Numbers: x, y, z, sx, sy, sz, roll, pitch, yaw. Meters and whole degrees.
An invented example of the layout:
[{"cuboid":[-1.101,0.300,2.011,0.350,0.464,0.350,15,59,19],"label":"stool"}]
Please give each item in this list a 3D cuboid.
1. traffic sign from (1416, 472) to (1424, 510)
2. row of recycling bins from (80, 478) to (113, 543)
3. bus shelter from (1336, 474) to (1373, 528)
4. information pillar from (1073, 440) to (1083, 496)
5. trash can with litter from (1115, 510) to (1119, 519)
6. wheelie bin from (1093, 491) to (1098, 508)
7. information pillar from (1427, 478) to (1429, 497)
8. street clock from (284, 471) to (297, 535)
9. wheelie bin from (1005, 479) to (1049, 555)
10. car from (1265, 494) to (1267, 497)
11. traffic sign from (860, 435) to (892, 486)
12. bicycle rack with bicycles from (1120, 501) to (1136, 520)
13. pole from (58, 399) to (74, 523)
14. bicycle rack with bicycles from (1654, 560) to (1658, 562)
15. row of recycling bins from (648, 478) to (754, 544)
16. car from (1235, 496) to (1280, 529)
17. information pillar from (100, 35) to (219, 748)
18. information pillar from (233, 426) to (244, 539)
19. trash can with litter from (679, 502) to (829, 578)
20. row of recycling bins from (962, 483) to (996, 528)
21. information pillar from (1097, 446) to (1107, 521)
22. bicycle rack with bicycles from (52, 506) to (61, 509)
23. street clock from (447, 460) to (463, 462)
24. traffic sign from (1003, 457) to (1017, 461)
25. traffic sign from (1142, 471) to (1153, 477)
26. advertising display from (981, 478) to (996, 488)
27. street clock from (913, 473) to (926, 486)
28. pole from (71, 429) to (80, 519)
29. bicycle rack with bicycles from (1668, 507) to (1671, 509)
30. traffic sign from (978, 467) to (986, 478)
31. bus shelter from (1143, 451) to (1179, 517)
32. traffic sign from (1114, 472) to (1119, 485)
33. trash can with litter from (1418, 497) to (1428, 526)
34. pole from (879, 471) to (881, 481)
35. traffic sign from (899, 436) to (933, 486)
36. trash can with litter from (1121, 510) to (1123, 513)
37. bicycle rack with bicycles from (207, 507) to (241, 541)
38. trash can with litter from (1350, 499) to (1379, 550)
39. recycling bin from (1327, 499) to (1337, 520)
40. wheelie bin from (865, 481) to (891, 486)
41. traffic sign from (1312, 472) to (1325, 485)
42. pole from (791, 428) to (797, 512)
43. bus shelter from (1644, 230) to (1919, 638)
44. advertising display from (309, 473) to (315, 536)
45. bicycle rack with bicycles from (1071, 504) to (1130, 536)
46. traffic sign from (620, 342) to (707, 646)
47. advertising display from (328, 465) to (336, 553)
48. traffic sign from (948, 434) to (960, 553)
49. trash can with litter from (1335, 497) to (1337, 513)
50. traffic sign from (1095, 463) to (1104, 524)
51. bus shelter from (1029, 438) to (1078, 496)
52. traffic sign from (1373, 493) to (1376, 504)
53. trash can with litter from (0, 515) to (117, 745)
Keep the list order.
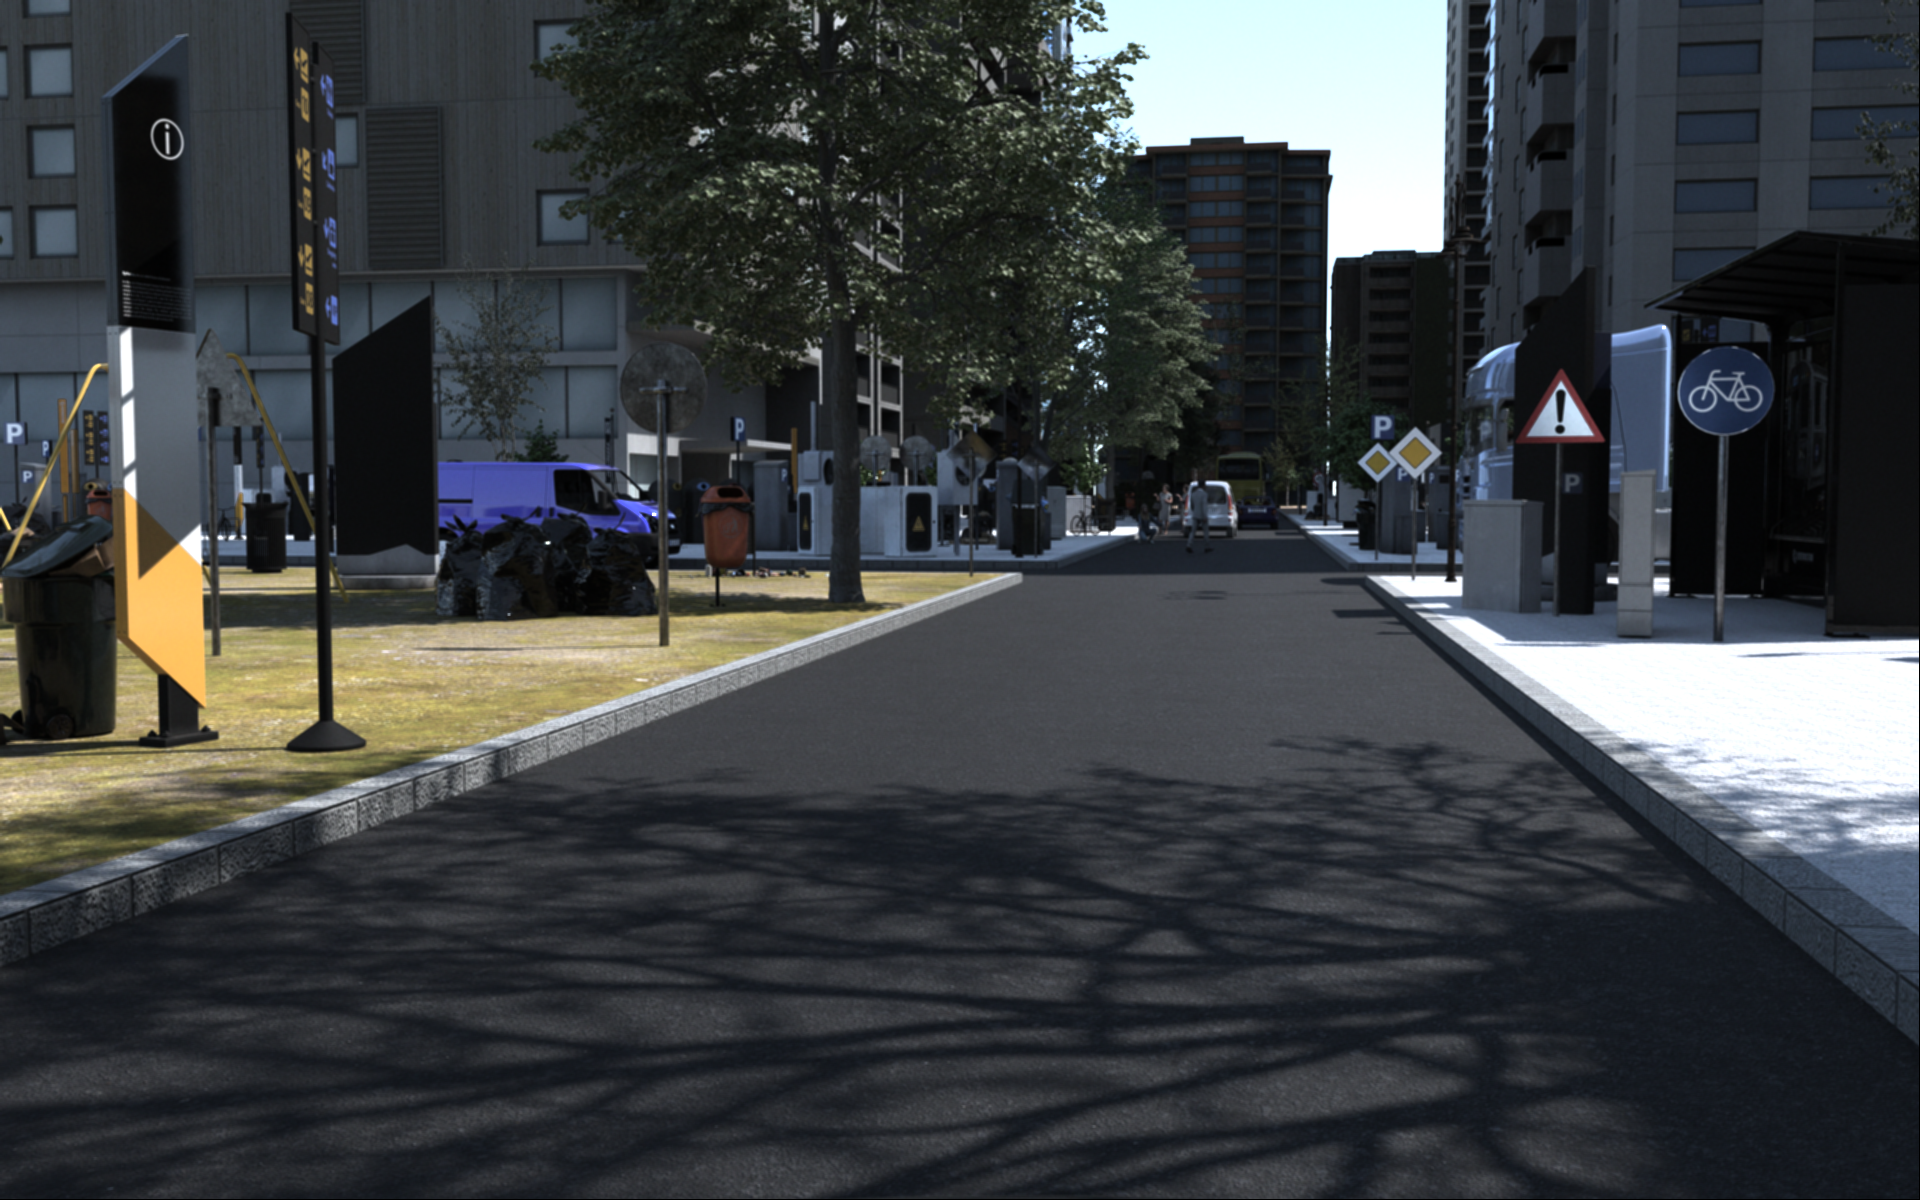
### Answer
[{"cuboid":[17.377,-3.906,65.989,0.606,2.300,0.079,1,4,15],"label":"traffic sign"},{"cuboid":[-21.416,-2.310,44.889,3.534,1.692,1.069,2,4,26],"label":"row of recycling bins"},{"cuboid":[14.624,-4.226,63.025,2.014,3.302,5.546,1,4,10],"label":"bus shelter"},{"cuboid":[4.790,-4.819,70.143,0.504,3.616,0.183,-3,5,-43],"label":"information pillar"},{"cuboid":[7.124,-4.409,83.482,0.624,1.170,1.055,1,4,23],"label":"trash can with litter"},{"cuboid":[7.286,-4.995,89.583,0.693,1.594,0.980,-1,4,-10],"label":"wheelie bin"},{"cuboid":[21.176,-4.505,78.152,0.304,2.012,0.304,1,4,22],"label":"information pillar"},{"cuboid":[-21.104,-3.066,54.703,0.358,2.002,0.471,0,4,7],"label":"street clock"},{"cuboid":[1.433,-1.758,36.644,0.980,1.594,0.693,1,4,16],"label":"wheelie bin"},{"cuboid":[19.752,-6.666,117.667,2.281,1.827,5.304,0,4,8],"label":"car"},{"cuboid":[-1.852,-2.289,37.530,0.768,2.556,0.104,1,4,16],"label":"traffic sign"},{"cuboid":[7.379,-4.424,85.716,2.925,0.926,2.852,1,4,23],"label":"bicycle rack with bicycles"},{"cuboid":[-19.302,-2.660,37.326,0.158,3.312,0.155,0,3,0],"label":"pole"},{"cuboid":[12.142,-1.228,33.461,2.925,0.926,2.852,2,4,30],"label":"bicycle rack with bicycles"},{"cuboid":[-6.386,-2.320,45.052,3.534,1.692,1.069,-2,4,-29],"label":"row of recycling bins"},{"cuboid":[12.241,-3.604,71.499,1.945,1.354,3.894,1,4,9],"label":"car"},{"cuboid":[-4.059,-1.064,8.748,0.183,3.616,0.504,2,4,24],"label":"information pillar"},{"cuboid":[-20.449,-3.529,49.058,0.183,3.616,0.504,-3,4,-38],"label":"information pillar"},{"cuboid":[-3.099,-0.969,26.894,2.233,1.210,1.678,1,4,13],"label":"trash can with litter"},{"cuboid":[1.699,-3.543,65.039,3.534,1.692,1.069,3,5,45],"label":"row of recycling bins"},{"cuboid":[6.423,-5.298,77.977,0.504,3.616,0.183,-2,4,-31],"label":"information pillar"},{"cuboid":[-52.989,-5.197,98.350,2.925,0.926,2.852,-1,4,-17],"label":"bicycle rack with bicycles"},{"cuboid":[-10.689,-1.966,36.714,0.471,2.002,0.358,1,4,19],"label":"street clock"},{"cuboid":[1.721,-3.662,59.974,0.768,2.556,0.104,1,4,19],"label":"traffic sign"},{"cuboid":[10.247,-5.785,94.684,0.768,2.556,0.104,1,4,12],"label":"traffic sign"},{"cuboid":[1.307,-3.949,69.775,0.974,1.923,0.123,-2,4,-25],"label":"advertising display"},{"cuboid":[-1.399,-3.411,60.334,0.358,2.002,0.471,-3,4,-37],"label":"street clock"},{"cuboid":[-27.884,-3.716,54.601,0.158,3.312,0.155,0,3,0],"label":"pole"},{"cuboid":[18.628,-2.050,46.906,2.925,0.926,2.852,2,4,35],"label":"bicycle rack with bicycles"},{"cuboid":[0.466,-3.389,55.518,0.768,2.556,0.104,1,4,17],"label":"traffic sign"},{"cuboid":[11.422,-6.539,98.197,1.731,3.624,6.357,1,4,10],"label":"bus shelter"},{"cuboid":[7.178,-4.849,81.407,0.606,2.300,0.079,1,4,13],"label":"traffic sign"},{"cuboid":[18.218,-3.487,68.398,0.624,1.170,1.055,-2,4,-28],"label":"trash can with litter"},{"cuboid":[-3.059,-4.361,65.149,0.158,3.312,0.155,0,3,0],"label":"pole"},{"cuboid":[-0.973,-2.303,37.756,0.768,2.556,0.104,1,4,15],"label":"traffic sign"},{"cuboid":[10.001,-5.968,108.964,0.624,1.170,1.055,1,4,17],"label":"trash can with litter"},{"cuboid":[-21.042,-2.085,47.476,2.852,0.926,2.925,-1,4,-11],"label":"bicycle rack with bicycles"},{"cuboid":[9.541,-1.738,39.811,1.055,1.170,0.624,-2,4,-33],"label":"trash can with litter"},{"cuboid":[18.772,-4.551,86.959,0.722,1.027,0.722,2,4,28],"label":"recycling bin"},{"cuboid":[-2.022,-2.180,43.545,0.980,1.594,0.693,-1,4,-19],"label":"wheelie bin"},{"cuboid":[20.770,-6.122,100.205,0.768,2.556,0.104,1,4,10],"label":"traffic sign"},{"cuboid":[-5.125,-3.653,53.573,0.158,3.312,0.155,0,3,0],"label":"pole"},{"cuboid":[8.806,-1.657,18.382,1.731,3.624,6.357,1,4,10],"label":"bus shelter"},{"cuboid":[-19.423,-2.917,52.899,0.974,1.923,0.123,0,4,1],"label":"advertising display"},{"cuboid":[3.287,-2.474,53.828,2.852,0.926,2.925,2,4,31],"label":"bicycle rack with bicycles"},{"cuboid":[-2.497,-0.883,14.543,0.768,2.556,0.104,1,4,11],"label":"traffic sign"},{"cuboid":[-13.990,-2.023,38.295,0.123,1.923,0.974,-2,4,-33],"label":"advertising display"},{"cuboid":[-0.102,-2.313,37.825,0.884,2.594,0.081,1,4,19],"label":"traffic sign"},{"cuboid":[18.385,-4.344,82.413,1.055,1.170,0.624,2,4,33],"label":"trash can with litter"},{"cuboid":[5.576,-4.333,70.947,0.768,2.556,0.104,1,4,15],"label":"traffic sign"},{"cuboid":[4.174,-5.063,74.059,1.731,3.624,6.357,1,4,9],"label":"bus shelter"},{"cuboid":[11.735,-2.991,49.013,0.768,2.556,0.104,1,4,18],"label":"traffic sign"},{"cuboid":[-4.860,0.146,9.002,0.624,1.170,1.055,3,4,36],"label":"trash can with litter"}]
